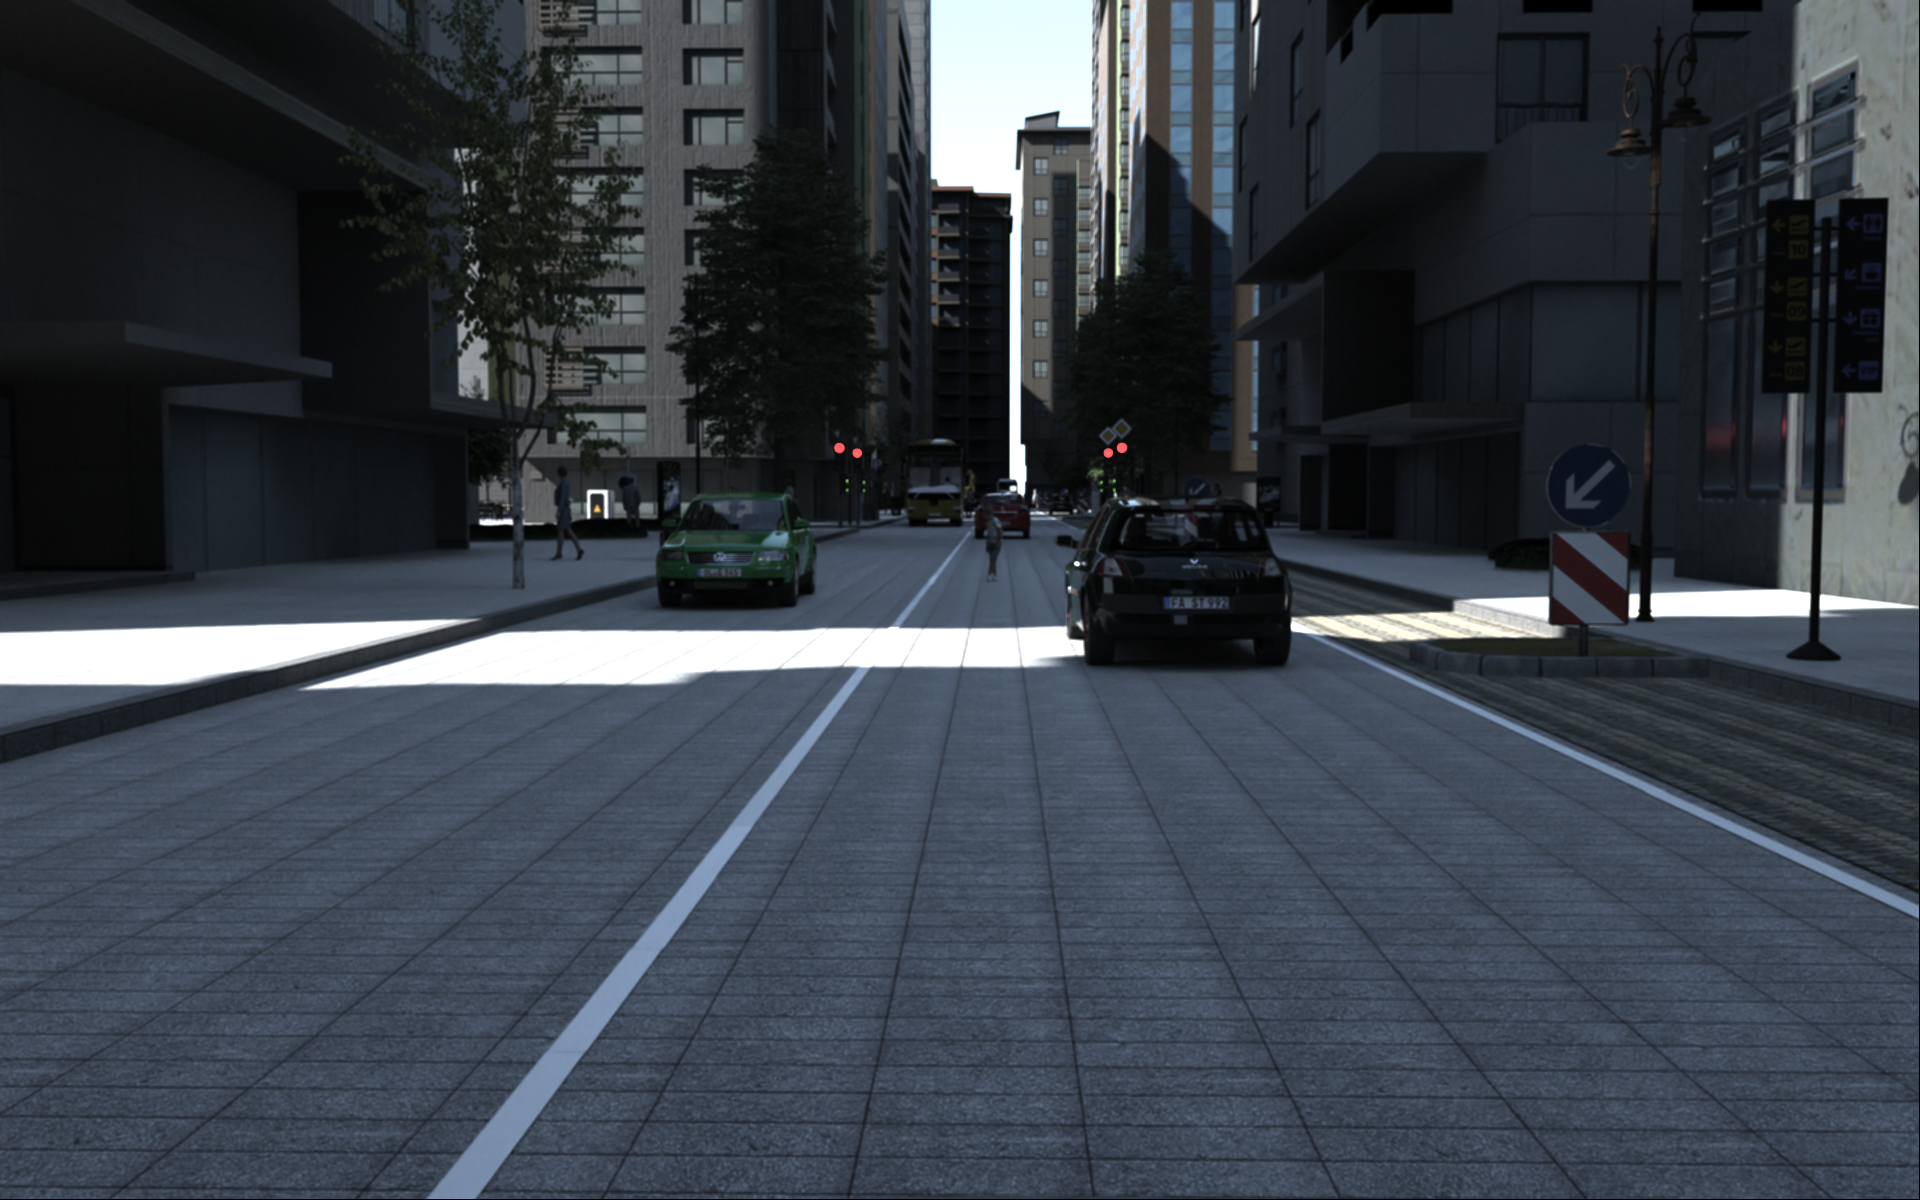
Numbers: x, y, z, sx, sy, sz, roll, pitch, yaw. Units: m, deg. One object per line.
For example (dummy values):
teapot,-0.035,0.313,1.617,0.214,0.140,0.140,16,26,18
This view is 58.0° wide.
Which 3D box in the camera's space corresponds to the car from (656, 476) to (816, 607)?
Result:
car,-2.960,-0.896,23.453,1.959,1.807,4.718,0,4,0

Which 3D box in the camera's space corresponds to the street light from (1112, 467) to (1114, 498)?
street light,8.781,-7.738,99.304,0.468,5.910,1.993,0,4,1

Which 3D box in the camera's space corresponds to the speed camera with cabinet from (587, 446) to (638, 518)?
speed camera with cabinet,-14.417,-4.739,71.817,2.038,3.252,0.660,1,4,15

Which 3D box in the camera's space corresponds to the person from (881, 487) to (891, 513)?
person,-5.015,-6.737,115.976,0.659,1.850,0.755,1,4,15

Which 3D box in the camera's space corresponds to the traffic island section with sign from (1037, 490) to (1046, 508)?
traffic island section with sign,9.102,-11.751,200.756,1.989,1.847,2.006,0,4,1

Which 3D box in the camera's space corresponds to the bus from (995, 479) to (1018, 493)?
bus,5.838,-13.469,215.076,2.948,3.499,13.247,0,4,1

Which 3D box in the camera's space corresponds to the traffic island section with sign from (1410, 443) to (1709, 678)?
traffic island section with sign,4.848,-0.352,14.382,1.989,1.847,2.006,0,4,1

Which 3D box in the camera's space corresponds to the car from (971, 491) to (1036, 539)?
car,1.416,-2.935,57.031,2.155,1.783,4.494,0,4,2

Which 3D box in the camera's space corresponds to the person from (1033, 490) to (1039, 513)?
person,5.644,-7.316,128.598,0.515,1.767,0.782,1,4,22

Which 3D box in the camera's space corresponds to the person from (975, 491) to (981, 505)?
person,1.598,-8.652,150.788,0.721,1.723,1.217,1,4,14

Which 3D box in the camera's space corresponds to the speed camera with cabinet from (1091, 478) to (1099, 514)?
speed camera with cabinet,8.711,-7.125,110.836,0.660,3.252,2.038,0,4,5

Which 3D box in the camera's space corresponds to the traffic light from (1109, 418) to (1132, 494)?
traffic light,5.940,-4.591,63.983,0.839,4.253,0.868,0,4,1

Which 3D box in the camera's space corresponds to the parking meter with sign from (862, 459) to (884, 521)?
parking meter with sign,-4.283,-5.405,84.624,0.543,3.016,1.738,1,4,19

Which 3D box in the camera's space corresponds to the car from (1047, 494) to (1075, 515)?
car,7.074,-6.815,121.208,2.009,1.686,4.222,0,4,3

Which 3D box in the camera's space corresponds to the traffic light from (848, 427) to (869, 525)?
traffic light,-4.236,-5.093,72.186,0.839,4.253,0.868,0,4,1

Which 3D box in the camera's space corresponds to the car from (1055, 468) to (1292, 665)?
car,1.904,-0.374,15.903,2.009,1.686,4.222,0,4,0

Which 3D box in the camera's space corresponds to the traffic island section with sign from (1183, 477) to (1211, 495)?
traffic island section with sign,5.462,-2.000,41.330,1.989,1.847,2.006,0,4,1

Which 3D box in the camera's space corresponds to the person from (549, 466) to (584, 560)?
person,-7.650,-1.685,33.610,0.654,1.822,0.581,1,4,15

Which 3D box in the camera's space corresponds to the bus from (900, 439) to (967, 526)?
bus,-1.068,-5.457,80.764,2.896,3.916,12.252,0,4,1

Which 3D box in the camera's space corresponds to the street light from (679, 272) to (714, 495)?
street light,-5.495,-3.883,36.282,0.468,5.910,1.993,0,4,1

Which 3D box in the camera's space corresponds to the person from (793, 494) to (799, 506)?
person,-6.911,-3.762,71.829,0.475,1.303,0.640,0,4,3

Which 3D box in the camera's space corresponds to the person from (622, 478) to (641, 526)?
person,-10.487,-3.012,55.384,0.635,1.810,0.391,0,4,-3

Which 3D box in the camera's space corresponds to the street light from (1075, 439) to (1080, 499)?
street light,9.880,-10.576,145.704,0.468,5.910,1.993,0,4,1

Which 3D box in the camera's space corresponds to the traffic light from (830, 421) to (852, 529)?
traffic light,-4.419,-4.604,64.203,0.839,4.253,0.868,0,4,1

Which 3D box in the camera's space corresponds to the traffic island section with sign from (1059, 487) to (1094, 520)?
traffic island section with sign,6.746,-5.427,97.366,1.989,1.847,2.006,0,4,1

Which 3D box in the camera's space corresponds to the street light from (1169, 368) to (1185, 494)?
street light,7.950,-5.553,63.573,0.468,5.910,1.993,0,4,1

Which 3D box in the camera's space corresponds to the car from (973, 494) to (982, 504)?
car,1.912,-12.287,209.934,2.155,1.783,4.494,0,4,3

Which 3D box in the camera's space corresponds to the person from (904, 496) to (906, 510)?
person,-4.300,-8.284,142.482,0.512,1.701,0.522,-3,4,-37

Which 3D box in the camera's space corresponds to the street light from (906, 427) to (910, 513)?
street light,-3.604,-8.949,119.103,0.468,5.910,1.993,0,4,1

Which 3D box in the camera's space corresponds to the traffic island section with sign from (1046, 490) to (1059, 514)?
traffic island section with sign,7.382,-7.116,124.981,1.989,1.847,2.006,0,4,1

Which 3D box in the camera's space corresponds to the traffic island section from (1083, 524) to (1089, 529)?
traffic island section,6.162,-3.046,72.079,2.009,0.180,2.903,0,4,1

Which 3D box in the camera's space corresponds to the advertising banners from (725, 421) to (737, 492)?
advertising banners,-5.415,-2.739,40.967,0.090,3.025,2.074,-1,4,-14

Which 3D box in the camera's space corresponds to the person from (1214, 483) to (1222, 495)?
person,12.826,-4.896,86.116,0.654,1.822,0.581,-2,4,-25

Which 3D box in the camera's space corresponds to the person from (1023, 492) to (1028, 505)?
person,7.512,-11.603,199.136,0.541,1.710,0.530,1,4,22

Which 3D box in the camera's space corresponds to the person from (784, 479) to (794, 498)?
person,-5.696,-3.179,58.242,0.641,1.798,0.478,3,4,37

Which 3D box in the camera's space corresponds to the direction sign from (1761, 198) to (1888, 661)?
direction sign,6.653,-1.309,13.394,0.876,3.537,0.379,0,4,7

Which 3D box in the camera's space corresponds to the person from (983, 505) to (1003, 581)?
person,0.541,-0.937,28.500,0.352,1.250,0.332,0,4,5

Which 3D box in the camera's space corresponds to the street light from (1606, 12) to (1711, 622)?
street light,6.903,-2.721,17.283,0.468,5.910,1.993,0,4,1

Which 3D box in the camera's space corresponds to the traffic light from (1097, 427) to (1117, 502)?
traffic light,6.122,-5.079,71.966,0.839,4.253,0.868,0,4,1

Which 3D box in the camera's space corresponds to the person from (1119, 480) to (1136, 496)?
person,4.167,-2.147,43.871,0.520,1.790,0.573,-2,4,-26

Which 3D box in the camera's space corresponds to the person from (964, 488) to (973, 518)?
person,0.498,-5.766,102.958,0.473,1.802,0.592,3,5,45

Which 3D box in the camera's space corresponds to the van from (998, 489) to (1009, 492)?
van,4.844,-11.377,193.029,2.013,2.044,4.112,0,4,0

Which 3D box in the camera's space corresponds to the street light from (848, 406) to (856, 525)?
street light,-4.635,-6.118,72.813,0.468,5.910,1.993,0,4,1
